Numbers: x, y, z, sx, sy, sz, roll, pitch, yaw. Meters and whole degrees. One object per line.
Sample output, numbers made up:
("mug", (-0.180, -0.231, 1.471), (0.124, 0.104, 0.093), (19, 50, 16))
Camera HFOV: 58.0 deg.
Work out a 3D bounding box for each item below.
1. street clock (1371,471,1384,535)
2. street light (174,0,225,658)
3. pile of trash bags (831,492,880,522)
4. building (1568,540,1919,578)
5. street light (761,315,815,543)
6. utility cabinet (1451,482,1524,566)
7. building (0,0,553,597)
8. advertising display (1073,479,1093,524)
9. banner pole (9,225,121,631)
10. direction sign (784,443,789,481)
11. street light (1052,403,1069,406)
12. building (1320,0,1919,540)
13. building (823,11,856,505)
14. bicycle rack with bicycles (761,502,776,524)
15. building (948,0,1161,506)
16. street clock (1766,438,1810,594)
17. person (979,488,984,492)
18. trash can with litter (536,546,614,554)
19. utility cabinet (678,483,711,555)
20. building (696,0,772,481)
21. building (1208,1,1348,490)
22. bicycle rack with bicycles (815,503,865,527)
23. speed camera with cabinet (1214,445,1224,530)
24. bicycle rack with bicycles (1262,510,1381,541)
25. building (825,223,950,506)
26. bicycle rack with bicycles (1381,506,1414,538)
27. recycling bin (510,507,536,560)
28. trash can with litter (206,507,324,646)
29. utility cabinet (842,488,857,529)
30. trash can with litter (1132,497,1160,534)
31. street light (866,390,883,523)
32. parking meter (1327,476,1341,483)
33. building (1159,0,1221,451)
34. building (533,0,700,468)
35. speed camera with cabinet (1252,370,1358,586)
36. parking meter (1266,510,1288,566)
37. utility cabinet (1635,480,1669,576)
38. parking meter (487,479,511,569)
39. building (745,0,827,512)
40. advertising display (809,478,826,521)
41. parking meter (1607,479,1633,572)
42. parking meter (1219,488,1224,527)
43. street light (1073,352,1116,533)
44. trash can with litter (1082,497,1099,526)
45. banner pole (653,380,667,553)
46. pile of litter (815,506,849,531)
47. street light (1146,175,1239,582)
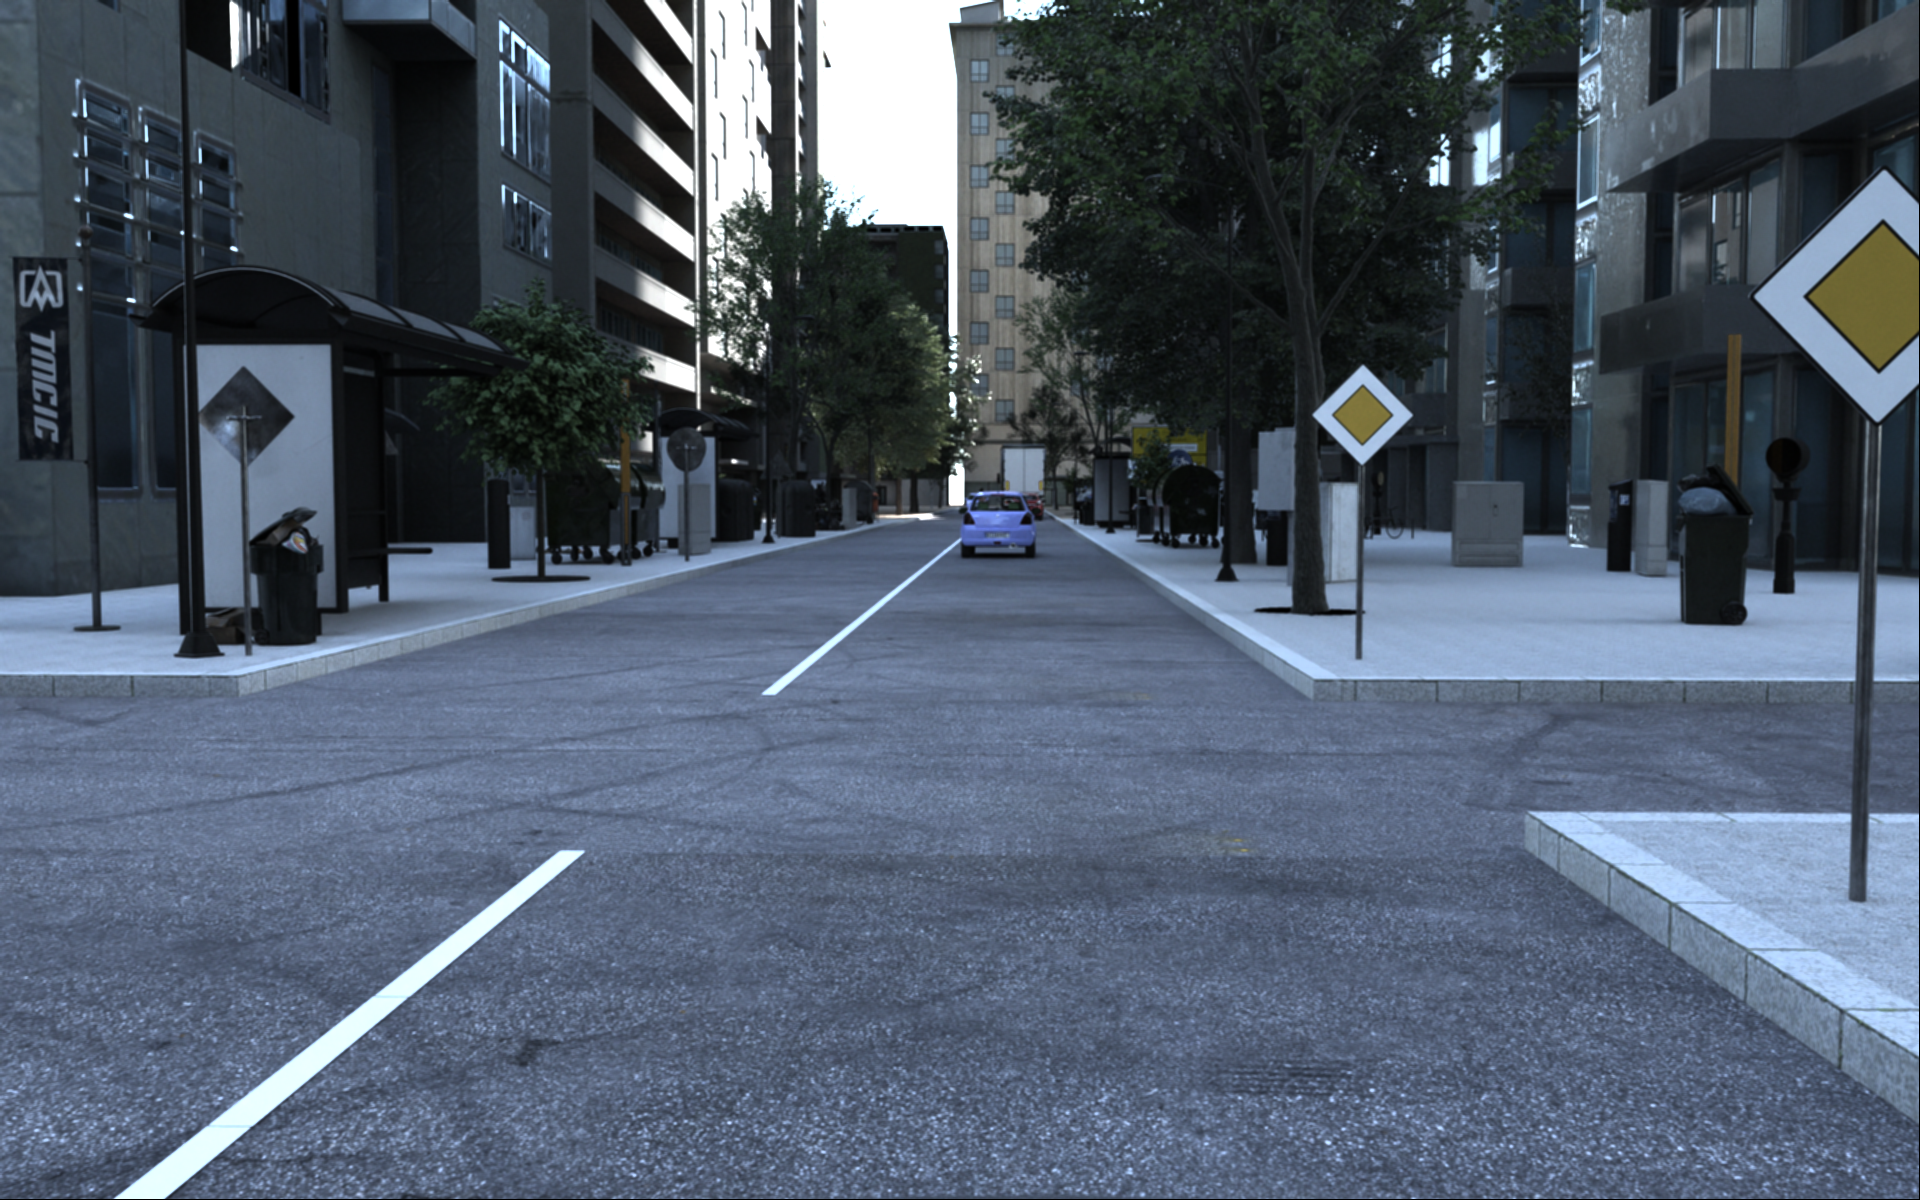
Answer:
("street clock", (13.178, -3.066, 54.694), (0.358, 2.002, 0.471), (3, 4, 39))
("street light", (-5.480, -2.505, 13.504), (1.470, 5.913, 1.316), (0, 4, 2))
("pile of trash bags", (-4.814, -4.355, 80.963), (1.912, 1.369, 3.447), (-3, 4, -36))
("building", (27.578, -25.187, 31.410), (30.456, 49.044, 23.786), (0, 4, 2))
("street light", (-4.475, -4.441, 45.149), (1.470, 5.913, 1.316), (0, 4, 2))
("utility cabinet", (9.321, -1.341, 30.599), (1.173, 1.500, 0.318), (0, 4, 3))
("building", (-21.942, -44.167, 34.810), (22.319, 86.520, 31.000), (0, 4, 2))
("advertising display", (5.260, -4.203, 73.928), (0.974, 1.923, 0.123), (-2, 4, -35))
("banner pole", (-8.373, -1.601, 16.193), (0.863, 3.779, 0.401), (-1, 4, -12))
("direction sign", (-7.661, -5.215, 77.269), (0.379, 3.537, 0.876), (1, 4, 15))
("street light", (5.384, -7.090, 88.460), (1.470, 5.913, 1.316), (0, 4, 2))
("building", (26.706, -27.261, 65.330), (23.786, 49.044, 30.456), (0, 4, 2))
("building", (-24.272, -30.095, 146.677), (28.867, 44.769, 22.147), (0, 4, 2))
("bicycle rack with bicycles", (-7.591, -3.717, 74.159), (2.852, 0.926, 2.925), (-1, 4, -19))
("building", (12.966, -36.973, 193.749), (27.495, 52.752, 28.713), (0, 4, 2))
("street clock", (10.649, -1.086, 22.327), (0.358, 2.002, 0.471), (-3, 4, -37))
("person", (1.249, -5.133, 93.133), (0.721, 1.736, 1.217), (-1, 4, -17))
("trash can with litter", (-8.745, -1.637, 37.819), (2.233, 1.210, 1.678), (3, 5, 42))
("utility cabinet", (-5.633, -1.713, 36.683), (0.318, 1.500, 1.173), (1, 4, 12))
("building", (-26.067, -31.388, 102.435), (28.713, 52.752, 27.495), (0, 4, 2))
("building", (26.518, -43.105, 143.024), (20.563, 71.187, 20.611), (0, 4, 2))
("bicycle rack with bicycles", (-5.199, -3.365, 68.406), (2.925, 0.926, 2.852), (0, 4, -2))
("speed camera with cabinet", (9.144, -4.085, 61.126), (2.038, 3.252, 0.660), (0, 4, -7))
("bicycle rack with bicycles", (9.367, -2.018, 46.378), (2.925, 0.926, 2.852), (0, 4, -2))
("building", (-8.240, -25.439, 187.625), (14.107, 30.474, 14.160), (0, 4, 2))
("bicycle rack with bicycles", (11.652, -2.256, 50.262), (2.925, 0.926, 2.852), (-2, 4, -34))
("recycling bin", (-8.681, -1.302, 33.842), (0.722, 1.027, 0.722), (-1, 4, -17))
("trash can with litter", (-5.989, -0.206, 14.757), (1.055, 1.170, 0.624), (0, 4, 1))
("utility cabinet", (-4.083, -3.368, 63.742), (0.318, 1.500, 1.173), (1, 4, 8))
("trash can with litter", (6.219, -2.747, 56.309), (0.624, 1.170, 1.055), (-3, 5, -42))
("street light", (-3.451, -6.348, 76.336), (1.470, 5.913, 1.316), (0, 4, 2))
("parking meter", (11.843, -3.009, 54.912), (0.399, 1.863, 0.255), (-3, 4, -39))
("building", (25.761, -30.517, 122.656), (21.300, 48.544, 21.600), (0, 4, 2))
("building", (-23.222, -27.313, 70.266), (21.300, 48.544, 21.600), (0, 4, 2))
("speed camera with cabinet", (5.039, -1.863, 24.796), (0.660, 3.252, 2.038), (3, 5, 42))
("parking meter", (5.693, -1.385, 31.059), (0.372, 1.533, 0.369), (0, 3, 0))
("utility cabinet", (10.924, -1.141, 27.334), (0.318, 1.500, 1.173), (1, 4, 13))
("parking meter", (-7.941, -1.309, 29.820), (0.372, 1.533, 0.369), (0, 3, 0))
("building", (-17.327, -26.919, 123.723), (14.154, 41.232, 14.086), (0, 4, 2))
("advertising display", (-5.800, -4.063, 71.642), (0.974, 1.923, 0.123), (-2, 4, -33))
("parking meter", (10.966, -1.246, 28.784), (0.372, 1.533, 0.369), (0, 3, 0))
("parking meter", (10.171, -3.648, 68.052), (0.372, 1.533, 0.369), (0, 3, 0))
("street light", (4.390, -5.138, 56.555), (1.470, 5.913, 1.316), (0, 4, 2))
("trash can with litter", (5.496, -3.618, 70.535), (1.055, 1.170, 0.624), (2, 4, 25))
("banner pole", (-6.657, -2.951, 38.270), (0.401, 3.779, 0.863), (0, 4, 0))
("pile of litter", (-4.792, -2.872, 60.929), (1.719, 0.858, 1.176), (1, 4, 19))
("street light", (3.391, -3.231, 25.368), (1.470, 5.913, 1.316), (0, 4, 2))
